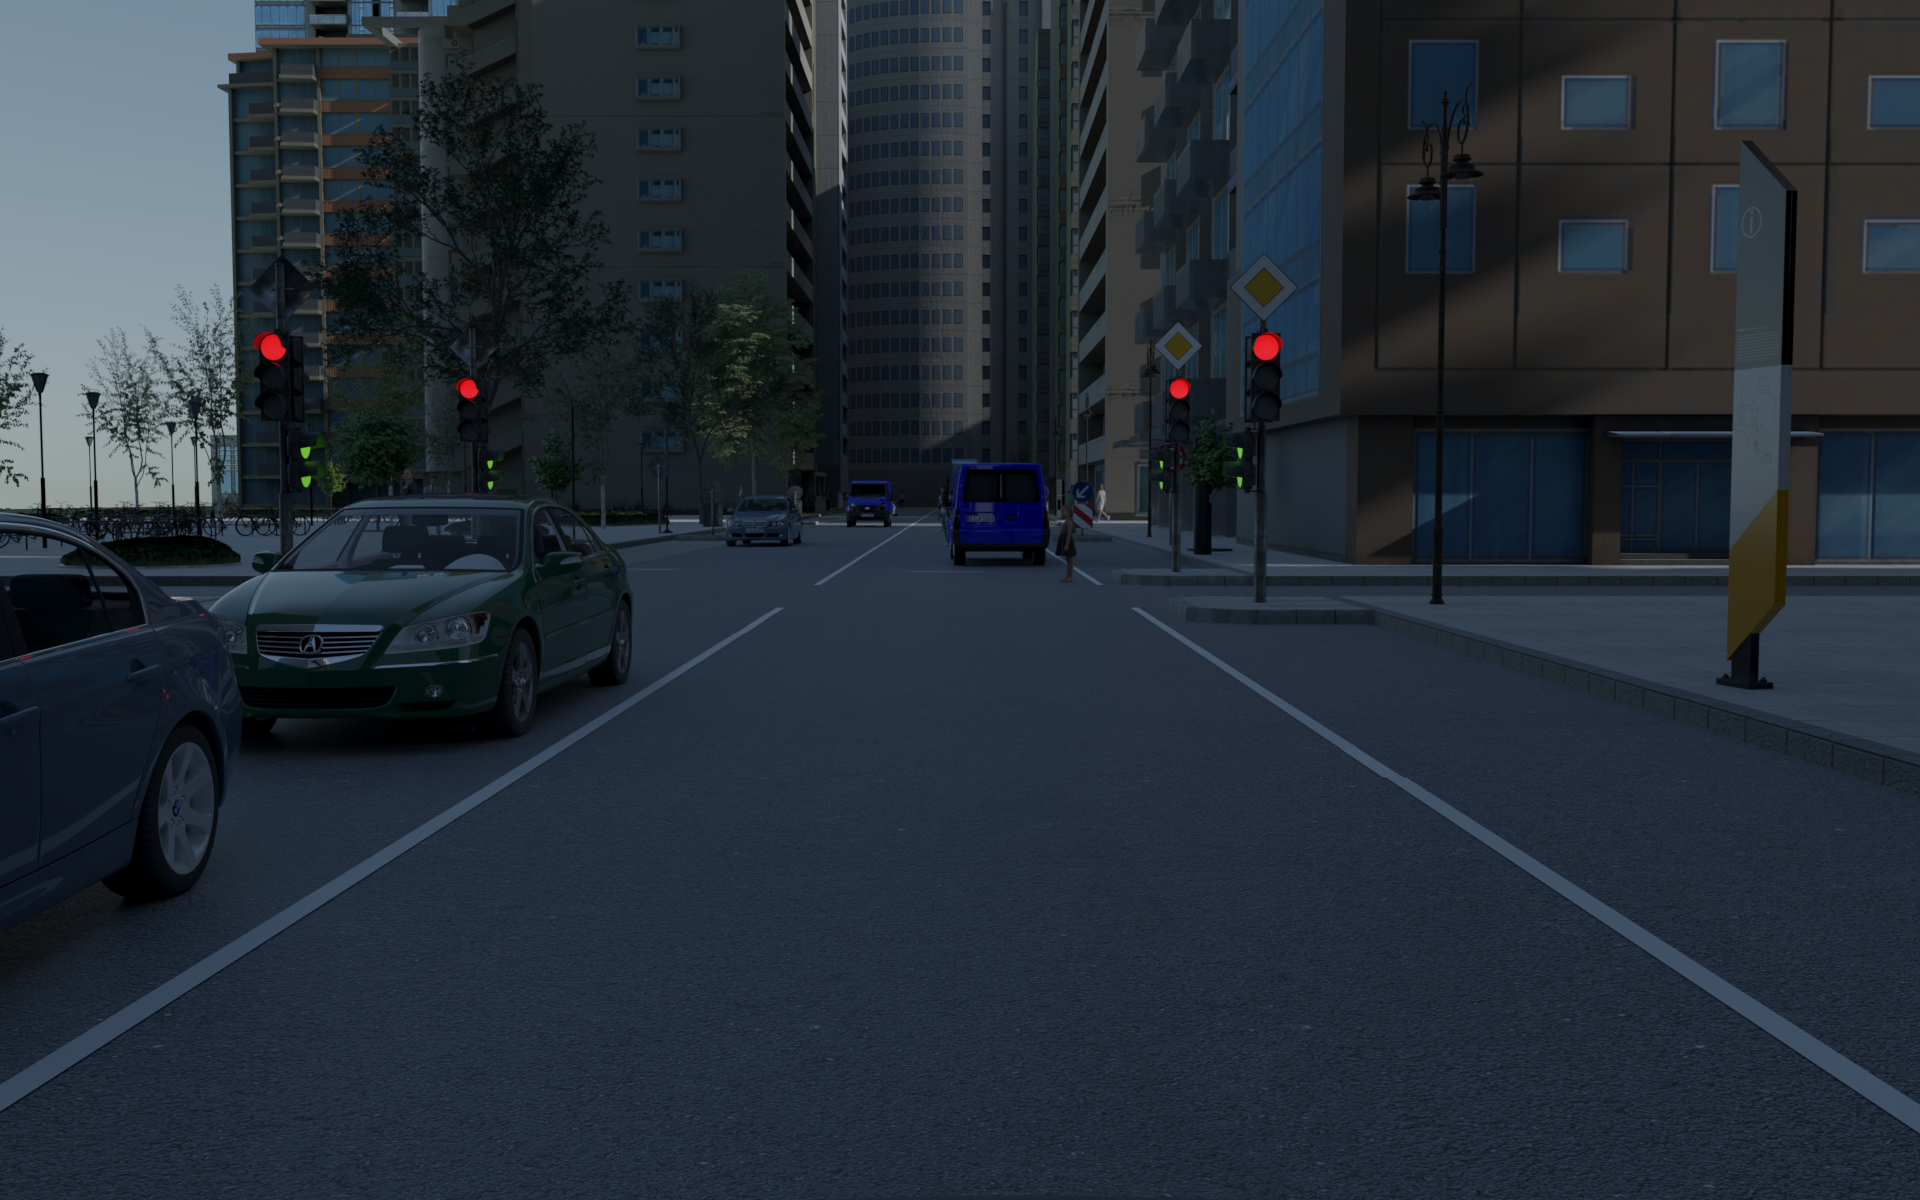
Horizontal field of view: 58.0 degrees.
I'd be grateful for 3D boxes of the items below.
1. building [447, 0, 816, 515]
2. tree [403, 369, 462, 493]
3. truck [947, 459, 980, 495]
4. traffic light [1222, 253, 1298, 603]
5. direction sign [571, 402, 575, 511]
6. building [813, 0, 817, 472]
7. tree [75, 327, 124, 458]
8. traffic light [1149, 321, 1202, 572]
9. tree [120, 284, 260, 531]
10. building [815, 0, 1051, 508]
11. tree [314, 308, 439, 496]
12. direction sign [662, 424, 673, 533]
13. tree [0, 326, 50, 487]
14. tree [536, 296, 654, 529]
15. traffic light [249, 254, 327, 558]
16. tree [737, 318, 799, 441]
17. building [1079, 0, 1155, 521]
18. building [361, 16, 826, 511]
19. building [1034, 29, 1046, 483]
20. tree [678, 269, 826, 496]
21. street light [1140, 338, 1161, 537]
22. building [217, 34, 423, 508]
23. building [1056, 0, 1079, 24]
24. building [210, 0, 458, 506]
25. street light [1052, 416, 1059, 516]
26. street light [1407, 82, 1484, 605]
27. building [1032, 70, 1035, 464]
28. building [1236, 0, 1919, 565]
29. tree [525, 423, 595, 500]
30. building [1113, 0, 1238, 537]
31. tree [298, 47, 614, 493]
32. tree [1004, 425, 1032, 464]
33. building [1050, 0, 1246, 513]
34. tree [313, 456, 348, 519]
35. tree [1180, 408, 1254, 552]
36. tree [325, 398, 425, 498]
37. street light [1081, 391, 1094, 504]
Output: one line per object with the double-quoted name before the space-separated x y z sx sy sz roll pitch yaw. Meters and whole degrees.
"building" -21.163 -29.999 114.189 21.300 48.544 21.600 0 3 0
"tree" -29.856 -9.159 100.115 4.360 8.622 3.978 0 3 0
"truck" 0.187 -8.450 127.912 2.967 4.110 18.799 0 4 2
"traffic light" 3.528 -1.924 20.375 0.839 4.253 0.868 0 3 0
"direction sign" -9.590 -3.116 42.949 0.379 3.537 0.876 -1 4 -12
"building" -25.154 -38.236 167.159 28.212 58.520 21.231 0 3 0
"tree" -36.206 -7.670 75.774 4.360 8.622 3.978 0 3 0
"traffic light" 3.534 -2.412 28.360 0.839 4.253 0.868 0 3 0
"tree" -25.886 -6.690 59.746 4.360 8.622 3.978 0 3 0
"building" -1.157 -40.093 197.517 28.212 58.520 21.231 0 3 0
"tree" -21.922 -7.058 65.765 4.737 8.622 4.395 0 3 0
"direction sign" -9.580 -3.949 56.570 0.379 3.537 0.876 -1 4 -16
"tree" -34.049 -6.699 59.883 4.737 8.622 4.395 0 3 0
"tree" -13.224 -6.877 62.806 4.360 8.622 3.978 0 3 0
"traffic light" -7.933 -1.923 20.368 0.839 4.253 0.868 0 3 0
"tree" -11.011 -8.549 74.192 8.767 10.594 7.601 0 3 0
"building" 17.657 -28.646 92.060 21.300 48.544 21.600 0 3 0
"building" -27.208 -27.237 137.201 32.217 40.220 23.993 0 3 0
"building" 13.694 -28.913 156.328 14.154 41.232 14.086 0 3 0
"tree" -10.853 -10.398 88.131 7.486 12.596 7.792 0 3 0
"street light" 5.640 -4.808 51.399 0.468 5.910 1.993 0 3 0
"building" -54.069 -31.398 167.975 28.867 44.769 22.147 0 3 0
"building" 13.988 -27.187 128.095 14.154 41.232 14.086 0 3 0
"building" -66.024 -54.103 197.260 31.000 86.520 22.319 0 3 0
"street light" 5.669 -7.966 103.026 0.468 5.910 1.993 0 3 0
"street light" 5.559 -2.888 20.010 0.468 5.910 1.993 0 3 0
"building" 14.296 -31.824 170.427 14.600 45.320 14.200 0 3 0
"building" 13.860 -23.628 36.423 14.200 45.320 14.600 0 3 0
"tree" -11.043 -3.205 47.010 1.663 3.219 1.824 0 3 0
"building" 17.859 -26.818 58.080 23.786 49.044 30.456 0 3 0
"tree" -10.545 -6.294 37.322 8.767 10.594 7.601 1 4 18
"tree" 6.502 -14.115 181.139 4.360 8.622 3.978 0 3 0
"building" 14.622 -30.090 142.086 14.600 45.320 14.200 0 3 0
"tree" -32.012 -5.725 88.198 1.663 3.219 1.824 0 3 0
"tree" 5.612 -2.707 38.862 1.663 3.219 1.824 0 3 0
"tree" -20.104 -4.630 59.416 4.285 4.588 4.351 0 3 0
"street light" 5.690 -6.413 77.638 0.468 5.910 1.993 0 3 0
